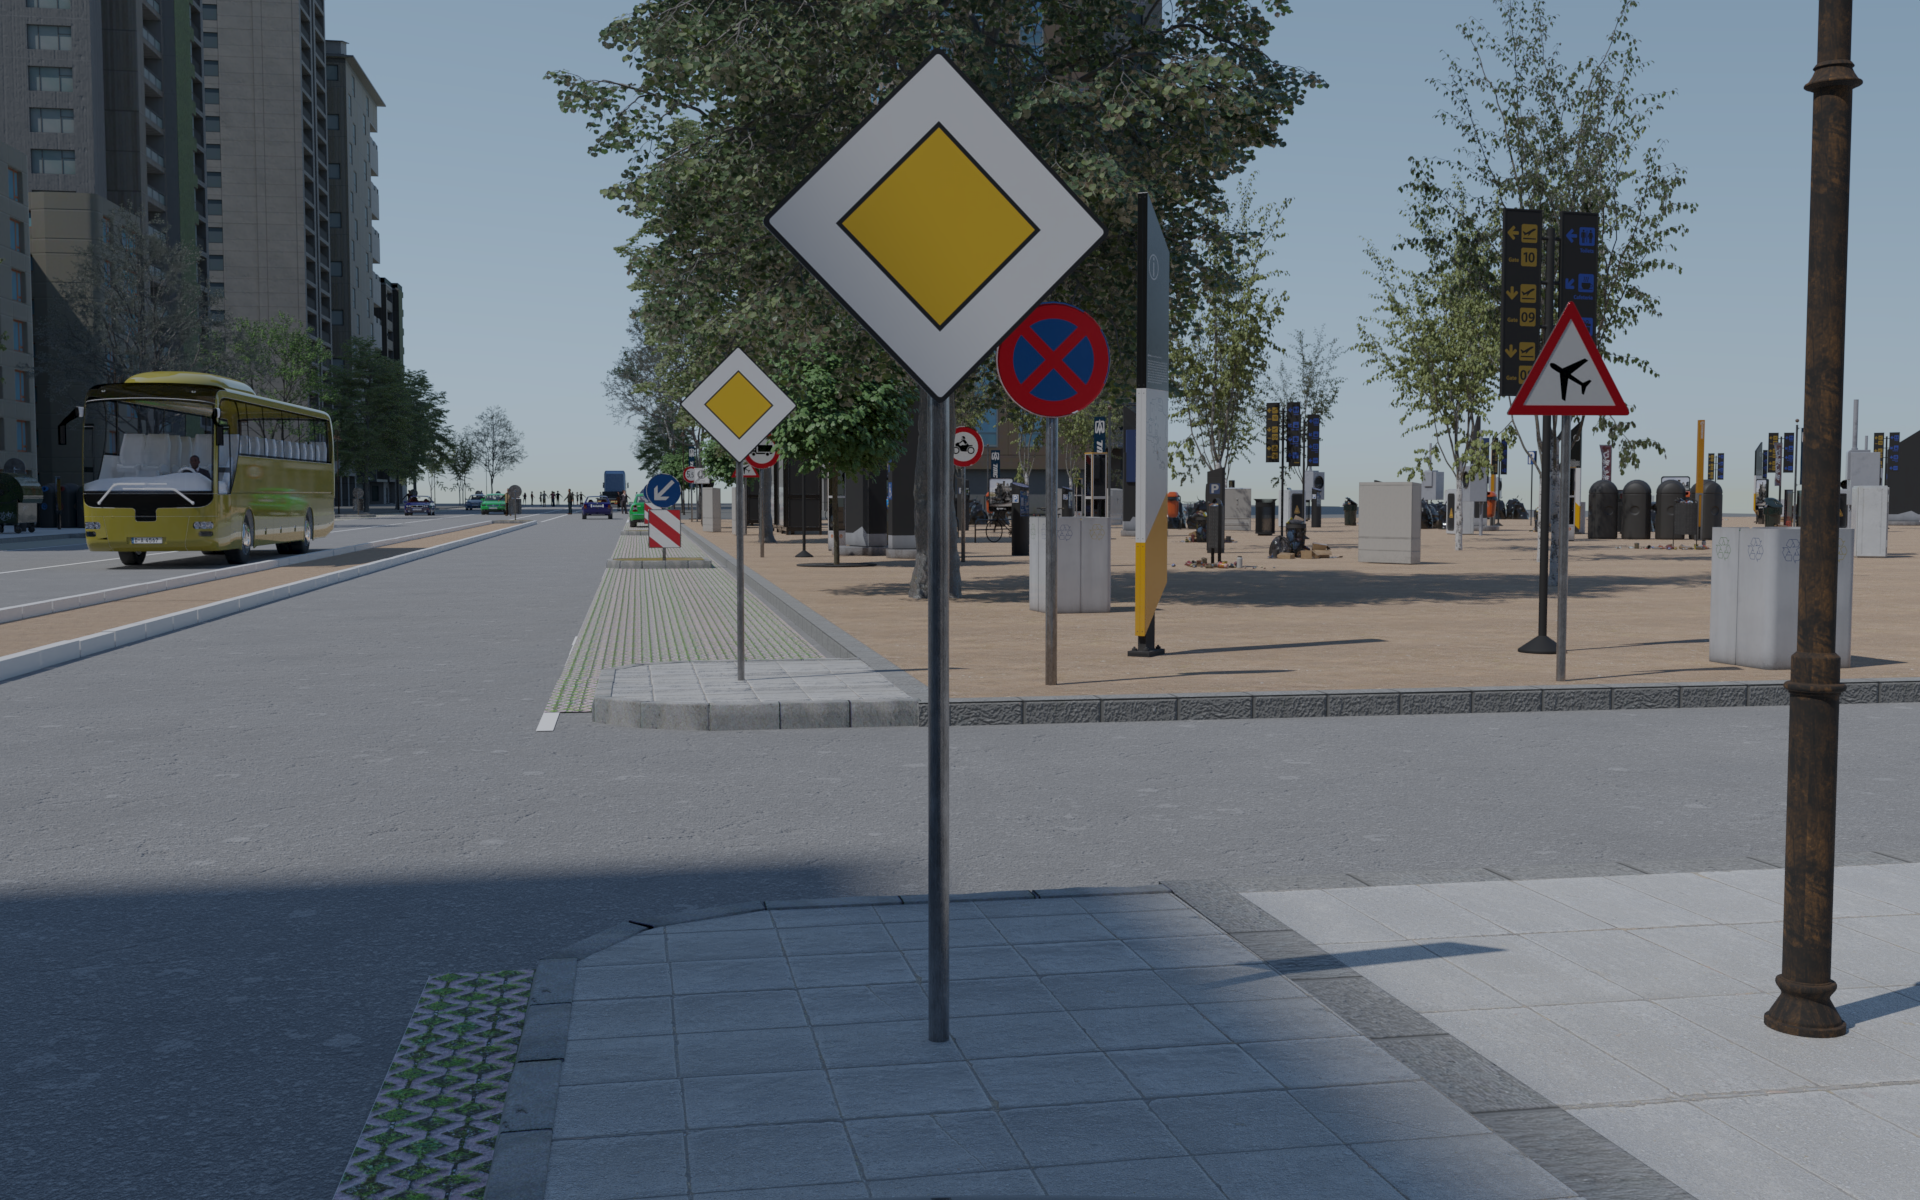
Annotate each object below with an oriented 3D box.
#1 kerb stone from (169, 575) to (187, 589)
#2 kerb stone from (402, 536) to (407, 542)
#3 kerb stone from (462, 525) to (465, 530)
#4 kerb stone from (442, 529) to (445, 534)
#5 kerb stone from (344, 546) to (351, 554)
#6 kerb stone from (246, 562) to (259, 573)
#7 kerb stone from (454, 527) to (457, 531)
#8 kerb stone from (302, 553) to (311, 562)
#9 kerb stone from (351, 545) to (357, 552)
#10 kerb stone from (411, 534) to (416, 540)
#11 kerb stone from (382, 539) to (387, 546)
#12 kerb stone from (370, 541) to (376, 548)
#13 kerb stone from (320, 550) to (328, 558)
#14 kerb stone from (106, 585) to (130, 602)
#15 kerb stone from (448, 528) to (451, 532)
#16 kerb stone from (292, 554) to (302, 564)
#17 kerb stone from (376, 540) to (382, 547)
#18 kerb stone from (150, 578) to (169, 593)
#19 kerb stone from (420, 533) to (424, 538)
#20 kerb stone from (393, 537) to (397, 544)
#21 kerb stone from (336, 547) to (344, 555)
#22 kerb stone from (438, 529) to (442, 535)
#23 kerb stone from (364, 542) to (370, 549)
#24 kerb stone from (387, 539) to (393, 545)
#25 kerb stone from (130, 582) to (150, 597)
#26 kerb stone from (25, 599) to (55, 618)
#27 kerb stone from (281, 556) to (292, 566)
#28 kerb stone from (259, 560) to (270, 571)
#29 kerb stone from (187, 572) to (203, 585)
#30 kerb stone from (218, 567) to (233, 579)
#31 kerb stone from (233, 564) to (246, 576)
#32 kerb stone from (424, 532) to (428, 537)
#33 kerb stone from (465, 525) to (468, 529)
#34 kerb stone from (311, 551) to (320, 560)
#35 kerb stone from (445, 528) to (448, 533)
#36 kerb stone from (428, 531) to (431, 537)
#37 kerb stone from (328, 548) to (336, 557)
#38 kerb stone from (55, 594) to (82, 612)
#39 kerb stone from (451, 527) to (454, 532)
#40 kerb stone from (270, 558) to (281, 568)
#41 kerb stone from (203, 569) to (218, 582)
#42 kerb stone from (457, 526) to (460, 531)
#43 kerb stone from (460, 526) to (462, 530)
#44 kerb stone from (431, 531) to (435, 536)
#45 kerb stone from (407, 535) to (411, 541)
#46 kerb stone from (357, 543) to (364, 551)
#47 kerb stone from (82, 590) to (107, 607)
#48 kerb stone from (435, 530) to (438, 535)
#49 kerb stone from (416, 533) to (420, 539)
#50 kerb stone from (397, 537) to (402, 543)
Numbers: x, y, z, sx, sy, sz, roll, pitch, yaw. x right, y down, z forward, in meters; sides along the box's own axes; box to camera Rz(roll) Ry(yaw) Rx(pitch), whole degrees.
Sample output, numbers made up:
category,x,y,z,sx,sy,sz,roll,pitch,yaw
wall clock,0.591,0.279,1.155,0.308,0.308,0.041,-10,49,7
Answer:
category,x,y,z,sx,sy,sz,roll,pitch,yaw
kerb stone,-11.982,-0.252,26.322,0.120,0.150,1.000,-1,4,-10
kerb stone,-16.666,-1.793,51.532,0.120,0.150,1.000,-1,4,-10
kerb stone,-19.847,-2.839,68.692,0.120,0.150,1.000,-1,4,-10
kerb stone,-18.540,-2.406,61.619,0.120,0.150,1.000,-1,4,-10
kerb stone,-14.795,-1.174,41.461,0.120,0.150,1.000,-1,4,-10
kerb stone,-12.920,-0.560,31.359,0.120,0.150,1.000,-1,4,-10
kerb stone,-19.288,-2.658,65.667,0.120,0.150,1.000,-1,4,-10
kerb stone,-13.857,-0.870,36.423,0.120,0.150,1.000,-1,4,-10
kerb stone,-14.985,-1.240,42.471,0.120,0.150,1.000,-1,4,-10
kerb stone,-17.035,-1.918,53.559,0.120,0.150,1.000,-1,4,-10
kerb stone,-15.919,-1.548,47.512,0.120,0.150,1.000,-1,4,-10
kerb stone,-15.544,-1.423,45.486,0.120,0.150,1.000,-1,4,-10
kerb stone,-14.230,-0.993,38.432,0.120,0.150,1.000,-1,4,-10
kerb stone,-11.418,-0.068,23.304,0.120,0.150,1.000,-1,4,-10
kerb stone,-18.914,-2.535,63.640,0.120,0.150,1.000,-1,4,-10
kerb stone,-13.670,-0.807,35.407,0.120,0.150,1.000,-1,4,-10
kerb stone,-15.725,-1.486,46.496,0.120,0.150,1.000,-1,4,-10
kerb stone,-11.800,-0.185,25.315,0.120,0.150,1.000,-1,4,-10
kerb stone,-17.416,-2.042,55.576,0.120,0.150,1.000,-1,4,-10
kerb stone,-16.290,-1.667,49.523,0.120,0.150,1.000,-1,4,-10
kerb stone,-14.594,-1.117,40.452,0.120,0.150,1.000,-1,4,-10
kerb stone,-18.346,-2.350,60.615,0.120,0.150,1.000,-1,4,-10
kerb stone,-15.353,-1.361,44.482,0.120,0.150,1.000,-1,4,-10
kerb stone,-16.101,-1.610,48.517,0.120,0.150,1.000,-1,4,-10
kerb stone,-11.613,-0.129,24.309,0.120,0.150,1.000,-1,4,-10
kerb stone,-10.867,0.119,20.284,0.120,0.150,1.000,-1,4,-10
kerb stone,-13.487,-0.744,34.398,0.120,0.150,1.000,-1,4,-10
kerb stone,-13.105,-0.621,32.370,0.120,0.150,1.000,-1,4,-10
kerb stone,-12.170,-0.314,27.326,0.120,0.150,1.000,-1,4,-10
kerb stone,-12.546,-0.437,29.343,0.120,0.150,1.000,-1,4,-10
kerb stone,-12.735,-0.499,30.354,0.120,0.150,1.000,-1,4,-10
kerb stone,-17.599,-2.100,56.582,0.120,0.150,1.000,-1,4,-10
kerb stone,-20.030,-2.906,69.702,0.120,0.150,1.000,-1,4,-10
kerb stone,-14.039,-0.932,37.428,0.120,0.150,1.000,-1,4,-10
kerb stone,-18.720,-2.473,62.637,0.120,0.150,1.000,-1,4,-10
kerb stone,-17.787,-2.161,57.587,0.120,0.150,1.000,-1,4,-10
kerb stone,-14.420,-1.055,39.445,0.120,0.150,1.000,-1,4,-10
kerb stone,-11.048,0.056,21.294,0.120,0.150,1.000,-1,4,-10
kerb stone,-19.098,-2.593,64.657,0.120,0.150,1.000,-1,4,-10
kerb stone,-13.302,-0.684,33.387,0.120,0.150,1.000,-1,4,-10
kerb stone,-12.368,-0.376,28.337,0.120,0.150,1.000,-1,4,-10
kerb stone,-19.472,-2.720,66.672,0.120,0.150,1.000,-1,4,-10
kerb stone,-19.656,-2.782,67.681,0.120,0.150,1.000,-1,4,-10
kerb stone,-17.972,-2.225,58.599,0.120,0.150,1.000,-1,4,-10
kerb stone,-16.857,-1.850,52.553,0.120,0.150,1.000,-1,4,-10
kerb stone,-15.159,-1.298,43.478,0.120,0.150,1.000,-1,4,-10
kerb stone,-11.234,-0.004,22.299,0.120,0.150,1.000,-1,4,-10
kerb stone,-18.170,-2.287,59.608,0.120,0.150,1.000,-1,4,-10
kerb stone,-17.215,-1.980,54.568,0.120,0.150,1.000,-1,4,-10
kerb stone,-16.473,-1.723,50.529,0.120,0.150,1.000,-1,4,-10
